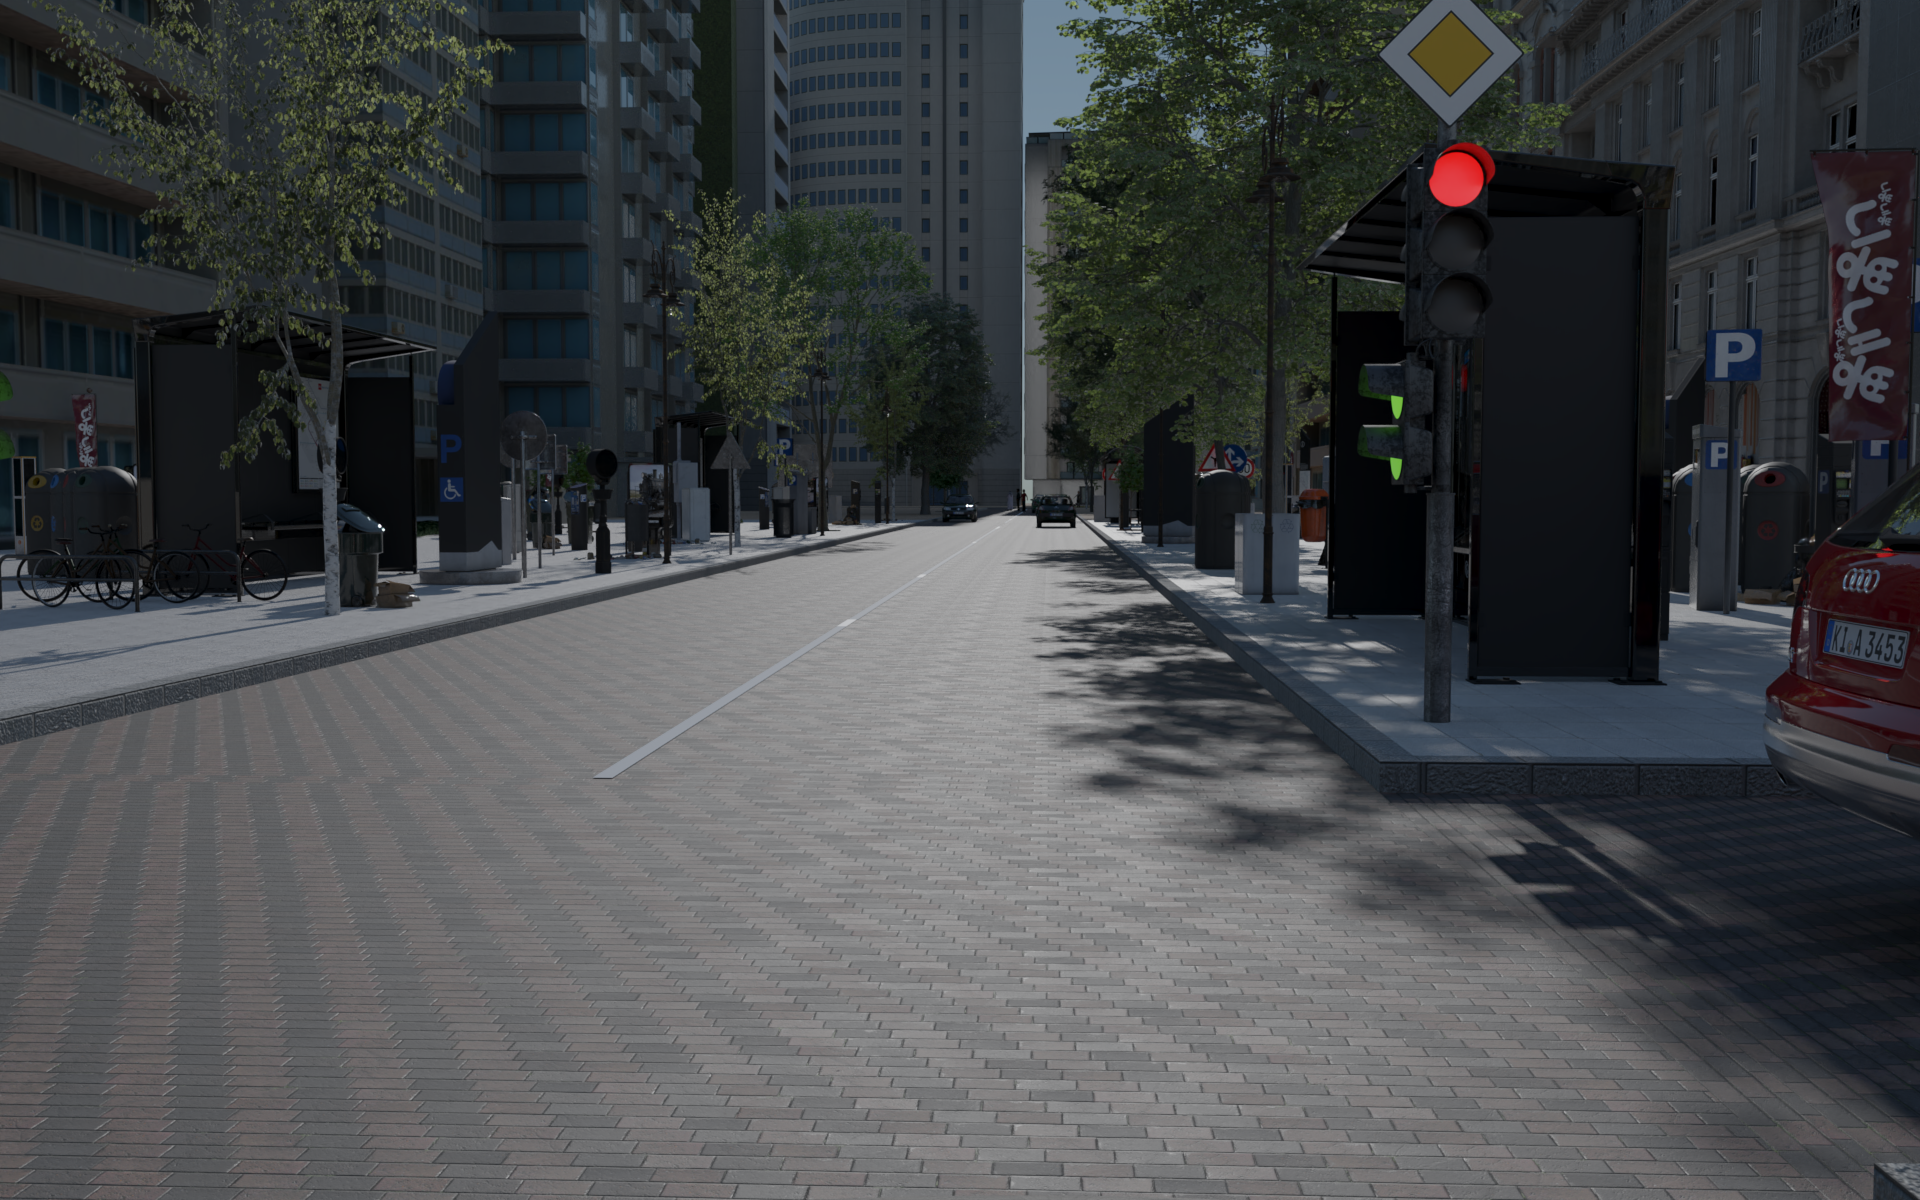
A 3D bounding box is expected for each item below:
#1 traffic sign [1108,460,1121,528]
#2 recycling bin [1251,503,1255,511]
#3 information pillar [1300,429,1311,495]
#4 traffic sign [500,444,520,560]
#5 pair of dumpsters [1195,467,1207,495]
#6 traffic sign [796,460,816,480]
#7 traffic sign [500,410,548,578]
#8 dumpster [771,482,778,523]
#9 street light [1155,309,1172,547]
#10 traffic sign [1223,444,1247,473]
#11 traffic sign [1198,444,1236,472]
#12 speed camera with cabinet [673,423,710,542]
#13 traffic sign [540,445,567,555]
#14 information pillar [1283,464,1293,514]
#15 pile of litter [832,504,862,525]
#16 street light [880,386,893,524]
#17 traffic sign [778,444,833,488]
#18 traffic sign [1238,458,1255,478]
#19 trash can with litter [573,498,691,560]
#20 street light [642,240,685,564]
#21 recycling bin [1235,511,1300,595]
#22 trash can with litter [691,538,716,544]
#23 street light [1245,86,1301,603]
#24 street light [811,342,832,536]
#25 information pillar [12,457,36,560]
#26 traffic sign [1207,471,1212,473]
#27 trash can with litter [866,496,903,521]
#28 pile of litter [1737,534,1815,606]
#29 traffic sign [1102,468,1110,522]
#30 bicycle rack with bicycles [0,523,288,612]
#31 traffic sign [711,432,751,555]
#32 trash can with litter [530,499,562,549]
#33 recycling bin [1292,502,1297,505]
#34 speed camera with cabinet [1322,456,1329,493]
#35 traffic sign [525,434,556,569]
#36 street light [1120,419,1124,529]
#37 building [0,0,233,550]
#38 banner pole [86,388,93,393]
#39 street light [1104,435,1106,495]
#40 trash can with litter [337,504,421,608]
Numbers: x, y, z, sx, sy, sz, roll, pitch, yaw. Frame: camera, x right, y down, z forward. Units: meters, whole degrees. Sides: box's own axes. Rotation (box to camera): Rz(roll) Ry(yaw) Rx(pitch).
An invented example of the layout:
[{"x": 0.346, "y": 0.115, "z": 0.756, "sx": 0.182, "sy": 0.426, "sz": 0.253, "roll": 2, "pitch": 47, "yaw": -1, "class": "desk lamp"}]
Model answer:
[{"x": 6.058, "y": -4.016, "z": 65.663, "sx": 0.884, "sy": 2.594, "sz": 0.081, "roll": 1, "pitch": 4, "yaw": 10, "class": "traffic sign"}, {"x": 7.918, "y": -2.256, "z": 49.433, "sx": 0.722, "sy": 1.027, "sz": 0.722, "roll": -2, "pitch": 4, "yaw": -29, "class": "recycling bin"}, {"x": 12.320, "y": -4.316, "z": 61.918, "sx": 0.183, "sy": 3.616, "sz": 0.504, "roll": -2, "pitch": 4, "yaw": -29, "class": "information pillar"}, {"x": -8.699, "y": -2.057, "z": 33.739, "sx": 0.768, "sy": 2.556, "sz": 0.104, "roll": 1, "pitch": 4, "yaw": 9, "class": "traffic sign"}, {"x": 8.633, "y": -3.746, "z": 63.744, "sx": 1.574, "sy": 2.255, "sz": 4.437, "roll": 0, "pitch": 4, "yaw": 3, "class": "pair of dumpsters"}, {"x": -5.785, "y": -3.981, "z": 65.194, "sx": 0.768, "sy": 2.556, "sz": 0.104, "roll": 0, "pitch": 4, "yaw": 5, "class": "traffic sign"}, {"x": -6.667, "y": -1.610, "z": 26.428, "sx": 0.768, "sy": 2.556, "sz": 0.104, "roll": 0, "pitch": 4, "yaw": 7, "class": "traffic sign"}, {"x": -7.595, "y": -4.300, "z": 76.068, "sx": 1.264, "sy": 1.857, "sz": 1.865, "roll": 0, "pitch": 4, "yaw": 3, "class": "dumpster"}, {"x": 4.855, "y": -4.220, "z": 41.778, "sx": 0.468, "sy": 5.910, "sz": 1.993, "roll": 0, "pitch": 4, "yaw": 3, "class": "street light"}, {"x": 6.960, "y": -2.707, "z": 44.357, "sx": 0.768, "sy": 2.556, "sz": 0.104, "roll": 0, "pitch": 4, "yaw": 7, "class": "traffic sign"}, {"x": 6.052, "y": -2.499, "z": 40.859, "sx": 0.884, "sy": 2.594, "sz": 0.081, "roll": 0, "pitch": 4, "yaw": 7, "class": "traffic sign"}, {"x": -7.354, "y": -3.248, "z": 47.442, "sx": 0.660, "sy": 3.252, "sz": 2.038, "roll": -1, "pitch": 4, "yaw": -21, "class": "speed camera with cabinet"}, {"x": -8.479, "y": -2.077, "z": 36.082, "sx": 0.606, "sy": 2.300, "sz": 0.079, "roll": 0, "pitch": 4, "yaw": 4, "class": "traffic sign"}, {"x": 7.827, "y": -2.286, "z": 41.872, "sx": 0.304, "sy": 2.012, "sz": 0.304, "roll": 3, "pitch": 4, "yaw": 38, "class": "information pillar"}, {"x": -4.689, "y": -3.550, "z": 72.013, "sx": 1.176, "sy": 0.858, "sz": 1.719, "roll": -1, "pitch": 4, "yaw": -20, "class": "pile of litter"}, {"x": -3.108, "y": -6.195, "z": 74.077, "sx": 0.468, "sy": 5.910, "sz": 1.993, "roll": 0, "pitch": 4, "yaw": 3, "class": "street light"}, {"x": -6.347, "y": -4.712, "z": 70.911, "sx": 2.265, "sy": 3.308, "sz": 0.079, "roll": 0, "pitch": 4, "yaw": 4, "class": "traffic sign"}, {"x": 9.794, "y": -3.652, "z": 59.822, "sx": 0.768, "sy": 2.556, "sz": 0.104, "roll": 0, "pitch": 4, "yaw": 7, "class": "traffic sign"}, {"x": -6.809, "y": -1.427, "z": 34.397, "sx": 2.233, "sy": 1.210, "sz": 1.678, "roll": -3, "pitch": 5, "yaw": -43, "class": "trash can with litter"}, {"x": -5.406, "y": -3.607, "z": 31.762, "sx": 0.468, "sy": 5.910, "sz": 1.993, "roll": 0, "pitch": 4, "yaw": 3, "class": "street light"}, {"x": 3.962, "y": -0.600, "z": 22.369, "sx": 0.722, "sy": 1.027, "sz": 0.722, "roll": 0, "pitch": 4, "yaw": 0, "class": "recycling bin"}, {"x": -7.397, "y": -2.038, "z": 44.381, "sx": 2.233, "sy": 1.210, "sz": 1.678, "roll": 0, "pitch": 4, "yaw": 4, "class": "trash can with litter"}, {"x": 3.621, "y": -2.901, "z": 20.218, "sx": 0.468, "sy": 5.910, "sz": 1.993, "roll": 0, "pitch": 4, "yaw": 3, "class": "street light"}, {"x": -4.218, "y": -4.901, "z": 52.918, "sx": 0.468, "sy": 5.910, "sz": 1.993, "roll": 0, "pitch": 4, "yaw": 3, "class": "street light"}, {"x": -18.365, "y": -1.807, "z": 34.037, "sx": 0.304, "sy": 2.012, "sz": 0.304, "roll": 2, "pitch": 4, "yaw": 28, "class": "information pillar"}, {"x": 10.228, "y": -4.203, "z": 69.900, "sx": 0.795, "sy": 2.450, "sz": 0.064, "roll": 0, "pitch": 4, "yaw": 4, "class": "traffic sign"}, {"x": -3.518, "y": -4.343, "z": 82.063, "sx": 1.678, "sy": 1.210, "sz": 2.233, "roll": -1, "pitch": 4, "yaw": -9, "class": "trash can with litter"}, {"x": 9.714, "y": -0.376, "z": 20.120, "sx": 1.176, "sy": 0.858, "sz": 1.719, "roll": 1, "pitch": 4, "yaw": 8, "class": "pile of litter"}, {"x": 6.795, "y": -4.776, "z": 78.193, "sx": 0.768, "sy": 2.556, "sz": 0.104, "roll": 0, "pitch": 4, "yaw": 6, "class": "traffic sign"}, {"x": -9.732, "y": -0.407, "z": 20.034, "sx": 2.925, "sy": 0.926, "sz": 2.852, "roll": 1, "pitch": 4, "yaw": 14, "class": "bicycle rack with bicycles"}, {"x": -4.827, "y": -2.226, "z": 36.392, "sx": 0.884, "sy": 2.594, "sz": 0.081, "roll": 1, "pitch": 4, "yaw": 13, "class": "traffic sign"}, {"x": -9.668, "y": -1.793, "z": 40.696, "sx": 0.624, "sy": 1.170, "sz": 1.055, "roll": -3, "pitch": 5, "yaw": -41, "class": "trash can with litter"}, {"x": 10.345, "y": -2.560, "z": 54.403, "sx": 0.722, "sy": 1.027, "sz": 0.722, "roll": 3, "pitch": 5, "yaw": 44, "class": "recycling bin"}, {"x": 9.361, "y": -2.890, "z": 41.587, "sx": 0.660, "sy": 3.252, "sz": 2.038, "roll": -1, "pitch": 4, "yaw": -11, "class": "speed camera with cabinet"}, {"x": -7.223, "y": -1.688, "z": 29.733, "sx": 0.606, "sy": 2.300, "sz": 0.079, "roll": 1, "pitch": 4, "yaw": 12, "class": "traffic sign"}, {"x": 5.914, "y": -5.528, "z": 63.169, "sx": 0.468, "sy": 5.910, "sz": 1.993, "roll": 0, "pitch": 4, "yaw": 3, "class": "street light"}, {"x": -31.607, "y": -25.319, "z": 37.667, "sx": 21.300, "sy": 48.544, "sz": 21.600, "roll": 0, "pitch": 4, "yaw": 3, "class": "building"}, {"x": -20.450, "y": -3.096, "z": 40.631, "sx": 0.401, "sy": 3.779, "sz": 0.863, "roll": 0, "pitch": 4, "yaw": -8, "class": "banner pole"}, {"x": 7.052, "y": -6.822, "z": 84.327, "sx": 0.468, "sy": 5.910, "sz": 1.993, "roll": 0, "pitch": 4, "yaw": 3, "class": "street light"}, {"x": -6.655, "y": -0.511, "z": 19.744, "sx": 1.055, "sy": 1.170, "sz": 0.624, "roll": 1, "pitch": 4, "yaw": 18, "class": "trash can with litter"}]
